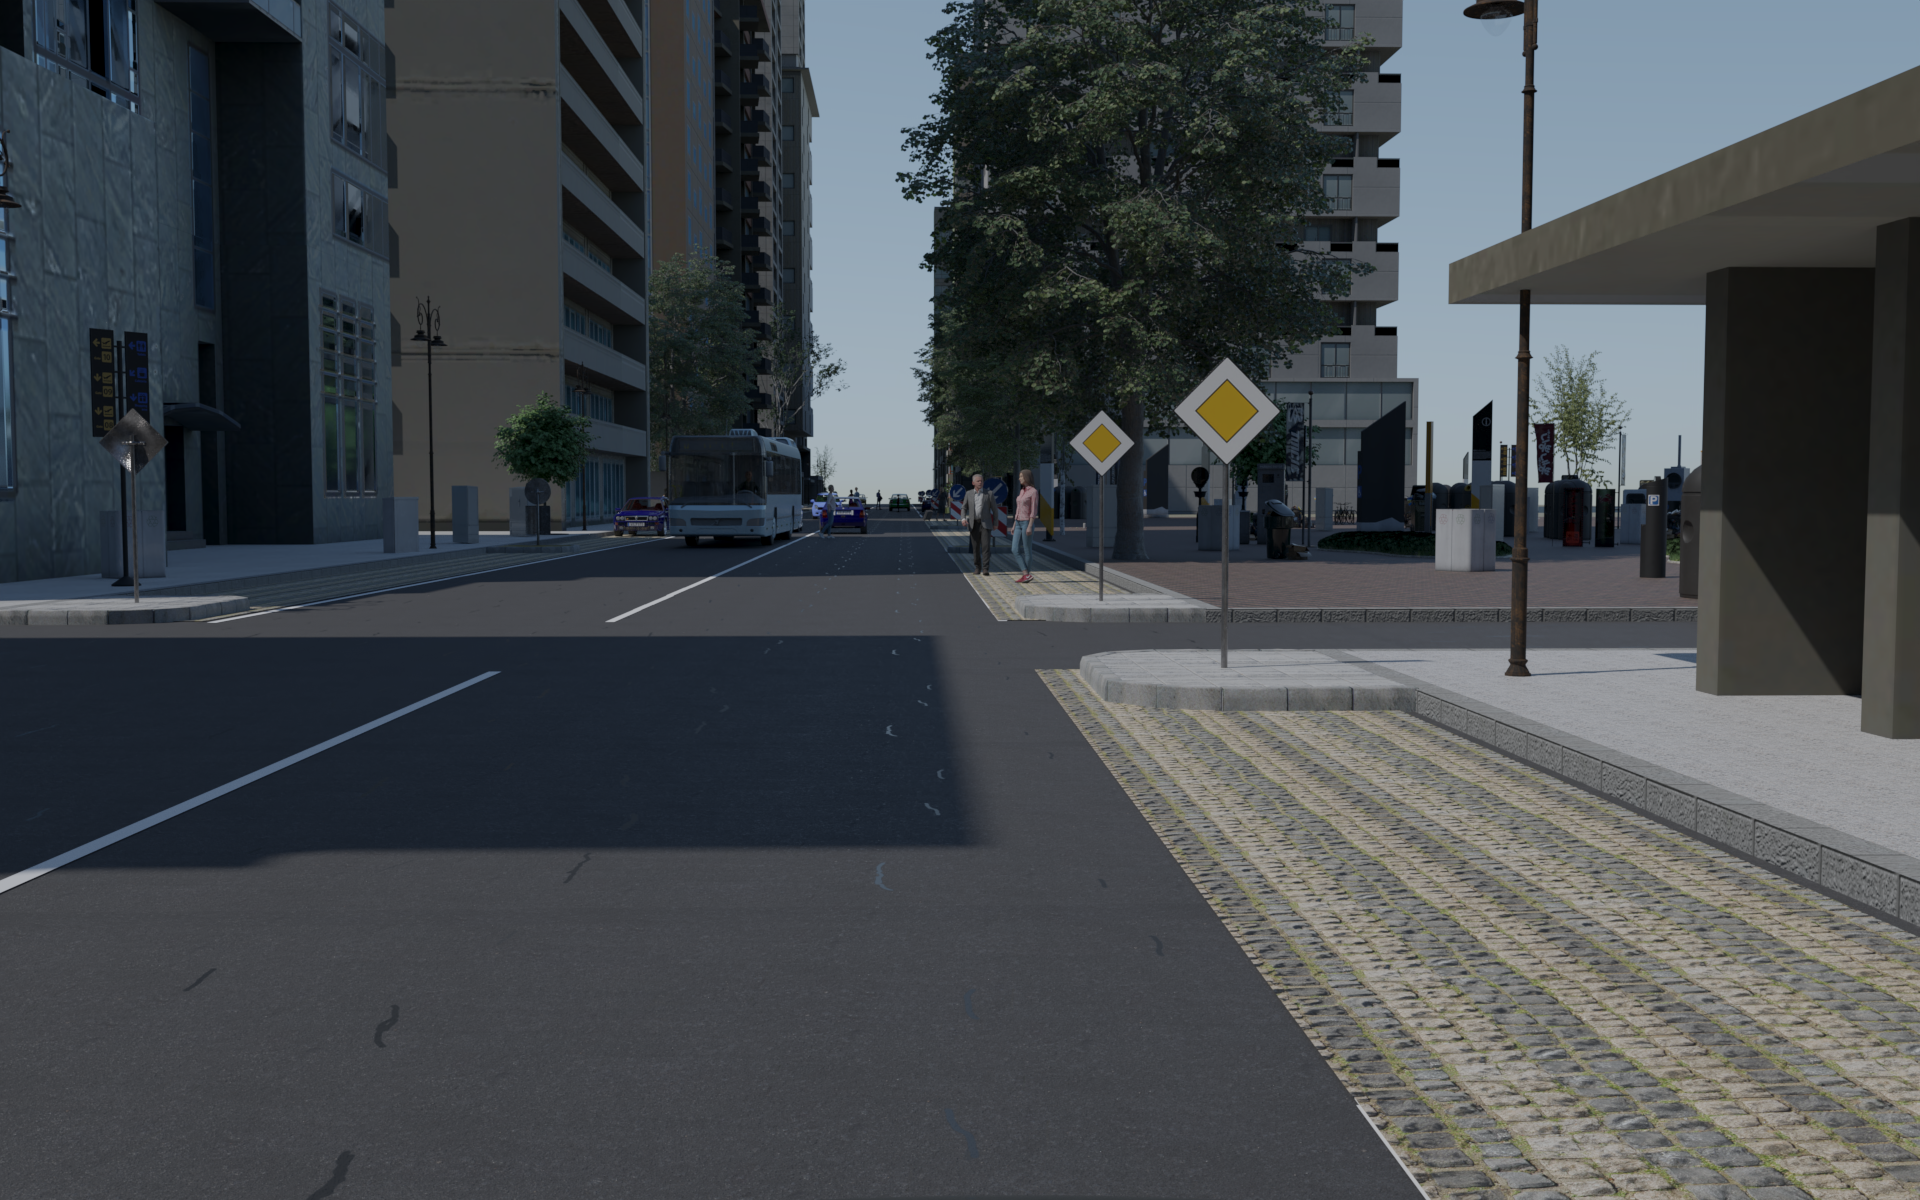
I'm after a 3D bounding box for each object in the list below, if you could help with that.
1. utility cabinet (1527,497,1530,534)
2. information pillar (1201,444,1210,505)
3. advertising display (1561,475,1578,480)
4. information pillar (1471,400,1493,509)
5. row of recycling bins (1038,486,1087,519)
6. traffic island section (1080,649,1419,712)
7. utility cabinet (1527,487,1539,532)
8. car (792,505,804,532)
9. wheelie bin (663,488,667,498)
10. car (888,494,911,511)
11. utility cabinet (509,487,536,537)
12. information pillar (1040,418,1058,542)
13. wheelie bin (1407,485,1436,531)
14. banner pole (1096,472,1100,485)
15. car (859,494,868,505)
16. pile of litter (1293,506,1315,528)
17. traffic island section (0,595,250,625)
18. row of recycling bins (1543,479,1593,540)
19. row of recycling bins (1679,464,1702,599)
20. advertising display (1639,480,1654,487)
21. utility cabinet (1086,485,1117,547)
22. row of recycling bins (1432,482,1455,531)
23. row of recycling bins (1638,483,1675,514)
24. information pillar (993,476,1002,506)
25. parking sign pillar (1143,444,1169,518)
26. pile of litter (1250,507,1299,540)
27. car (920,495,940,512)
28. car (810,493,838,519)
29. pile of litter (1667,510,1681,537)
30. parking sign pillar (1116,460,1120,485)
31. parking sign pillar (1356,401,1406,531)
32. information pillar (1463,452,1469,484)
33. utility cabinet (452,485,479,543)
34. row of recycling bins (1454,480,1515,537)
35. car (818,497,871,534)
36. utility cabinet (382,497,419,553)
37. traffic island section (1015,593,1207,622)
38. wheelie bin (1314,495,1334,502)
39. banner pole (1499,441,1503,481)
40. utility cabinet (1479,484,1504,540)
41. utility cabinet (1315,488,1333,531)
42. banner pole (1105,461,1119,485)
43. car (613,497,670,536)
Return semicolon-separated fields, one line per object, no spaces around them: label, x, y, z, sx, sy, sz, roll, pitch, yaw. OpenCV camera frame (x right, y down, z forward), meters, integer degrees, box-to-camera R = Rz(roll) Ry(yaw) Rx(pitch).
utility cabinet;18.166;-2.737;55.916;0.306;1.237;1.020;0;4;8
information pillar;10.236;-4.941;72.136;0.183;3.616;0.504;-2;4;-30
advertising display;20.264;-3.205;57.614;0.123;1.923;0.974;0;4;-7
information pillar;12.950;-3.156;42.952;0.504;3.616;0.183;1;4;14
row of recycling bins;5.335;-5.076;90.112;1.069;1.692;3.534;-3;4;-36
traffic island section;1.970;0.580;12.796;2.009;0.180;2.903;0;4;-2
utility cabinet;19.137;-3.038;58.354;0.318;1.500;1.173;3;4;36
car;-7.022;-3.308;66.446;2.083;1.381;4.827;0;4;-3
wheelie bin;-15.657;-5.255;93.826;0.980;1.594;0.693;0;4;-5
car;-5.088;-8.409;146.284;1.959;1.807;4.718;0;4;-1
utility cabinet;-13.140;-2.649;51.985;0.318;1.500;1.173;-3;5;-40
information pillar;2.370;-3.400;46.952;0.183;3.616;0.504;-3;4;-38
wheelie bin;16.013;-3.185;59.982;0.980;1.594;0.693;0;4;-2
banner pole;7.844;-6.449;95.452;0.863;3.779;0.401;-1;4;-22
car;-13.376;-13.568;232.064;2.015;1.641;3.980;0;4;-3
pile of litter;12.658;-3.154;65.534;1.719;0.858;1.176;1;4;17
traffic island section;-9.723;0.114;20.414;2.009;0.180;2.903;0;4;-2
row of recycling bins;17.386;-2.605;49.700;1.069;1.692;3.534;1;4;10
row of recycling bins;10.615;-0.843;20.894;3.534;1.692;1.069;1;4;16
advertising display;31.075;-4.461;78.148;0.123;1.923;0.974;-2;4;-29
utility cabinet;3.610;-2.012;41.582;1.173;1.500;0.318;-2;4;-26
row of recycling bins;18.152;-3.314;61.296;3.534;1.692;1.069;0;4;-6
row of recycling bins;26.278;-3.425;63.106;1.069;1.692;3.534;-2;4;-34
information pillar;1.549;-4.106;71.619;0.304;2.012;0.304;-1;4;-16
parking sign pillar;10.521;-6.395;93.024;1.447;3.967;1.447;-1;4;-21
pile of litter;8.256;-2.081;47.982;1.176;0.858;1.719;-3;5;-43
car;-2.152;-7.501;135.229;1.945;1.354;3.894;0;4;-1
car;-7.583;-5.481;99.205;1.945;1.707;3.694;0;4;-3
pile of litter;19.716;-2.106;48.395;1.176;0.858;1.719;1;4;9
parking sign pillar;7.910;-5.984;86.311;1.447;3.967;1.447;2;4;27
parking sign pillar;12.239;-3.784;50.342;1.447;3.967;1.447;0;4;-7
information pillar;27.882;-6.370;95.512;0.504;3.616;0.183;-3;5;-44
utility cabinet;-12.858;-2.224;45.048;0.318;1.500;1.173;-2;4;-35
row of recycling bins;16.441;-2.840;53.540;1.069;1.692;3.534;0;4;-1
car;-4.237;-3.101;63.286;1.945;1.354;3.894;0;4;-3
utility cabinet;-12.268;-1.641;37.990;0.306;1.237;1.020;1;4;13
traffic island section;1.712;0.092;20.777;2.009;0.180;2.903;0;4;-2
wheelie bin;18.960;-5.035;90.224;0.980;1.594;0.693;1;4;10
banner pole;25.589;-5.619;81.894;0.401;3.779;0.863;2;4;28
utility cabinet;12.081;-1.879;39.405;0.318;1.500;1.173;2;4;30
utility cabinet;12.694;-3.158;60.314;0.318;1.500;1.173;0;4;-4
banner pole;7.489;-5.730;83.704;0.401;3.779;0.863;-2;4;-29
car;-10.747;-2.862;59.382;1.945;1.354;3.894;0;3;0
